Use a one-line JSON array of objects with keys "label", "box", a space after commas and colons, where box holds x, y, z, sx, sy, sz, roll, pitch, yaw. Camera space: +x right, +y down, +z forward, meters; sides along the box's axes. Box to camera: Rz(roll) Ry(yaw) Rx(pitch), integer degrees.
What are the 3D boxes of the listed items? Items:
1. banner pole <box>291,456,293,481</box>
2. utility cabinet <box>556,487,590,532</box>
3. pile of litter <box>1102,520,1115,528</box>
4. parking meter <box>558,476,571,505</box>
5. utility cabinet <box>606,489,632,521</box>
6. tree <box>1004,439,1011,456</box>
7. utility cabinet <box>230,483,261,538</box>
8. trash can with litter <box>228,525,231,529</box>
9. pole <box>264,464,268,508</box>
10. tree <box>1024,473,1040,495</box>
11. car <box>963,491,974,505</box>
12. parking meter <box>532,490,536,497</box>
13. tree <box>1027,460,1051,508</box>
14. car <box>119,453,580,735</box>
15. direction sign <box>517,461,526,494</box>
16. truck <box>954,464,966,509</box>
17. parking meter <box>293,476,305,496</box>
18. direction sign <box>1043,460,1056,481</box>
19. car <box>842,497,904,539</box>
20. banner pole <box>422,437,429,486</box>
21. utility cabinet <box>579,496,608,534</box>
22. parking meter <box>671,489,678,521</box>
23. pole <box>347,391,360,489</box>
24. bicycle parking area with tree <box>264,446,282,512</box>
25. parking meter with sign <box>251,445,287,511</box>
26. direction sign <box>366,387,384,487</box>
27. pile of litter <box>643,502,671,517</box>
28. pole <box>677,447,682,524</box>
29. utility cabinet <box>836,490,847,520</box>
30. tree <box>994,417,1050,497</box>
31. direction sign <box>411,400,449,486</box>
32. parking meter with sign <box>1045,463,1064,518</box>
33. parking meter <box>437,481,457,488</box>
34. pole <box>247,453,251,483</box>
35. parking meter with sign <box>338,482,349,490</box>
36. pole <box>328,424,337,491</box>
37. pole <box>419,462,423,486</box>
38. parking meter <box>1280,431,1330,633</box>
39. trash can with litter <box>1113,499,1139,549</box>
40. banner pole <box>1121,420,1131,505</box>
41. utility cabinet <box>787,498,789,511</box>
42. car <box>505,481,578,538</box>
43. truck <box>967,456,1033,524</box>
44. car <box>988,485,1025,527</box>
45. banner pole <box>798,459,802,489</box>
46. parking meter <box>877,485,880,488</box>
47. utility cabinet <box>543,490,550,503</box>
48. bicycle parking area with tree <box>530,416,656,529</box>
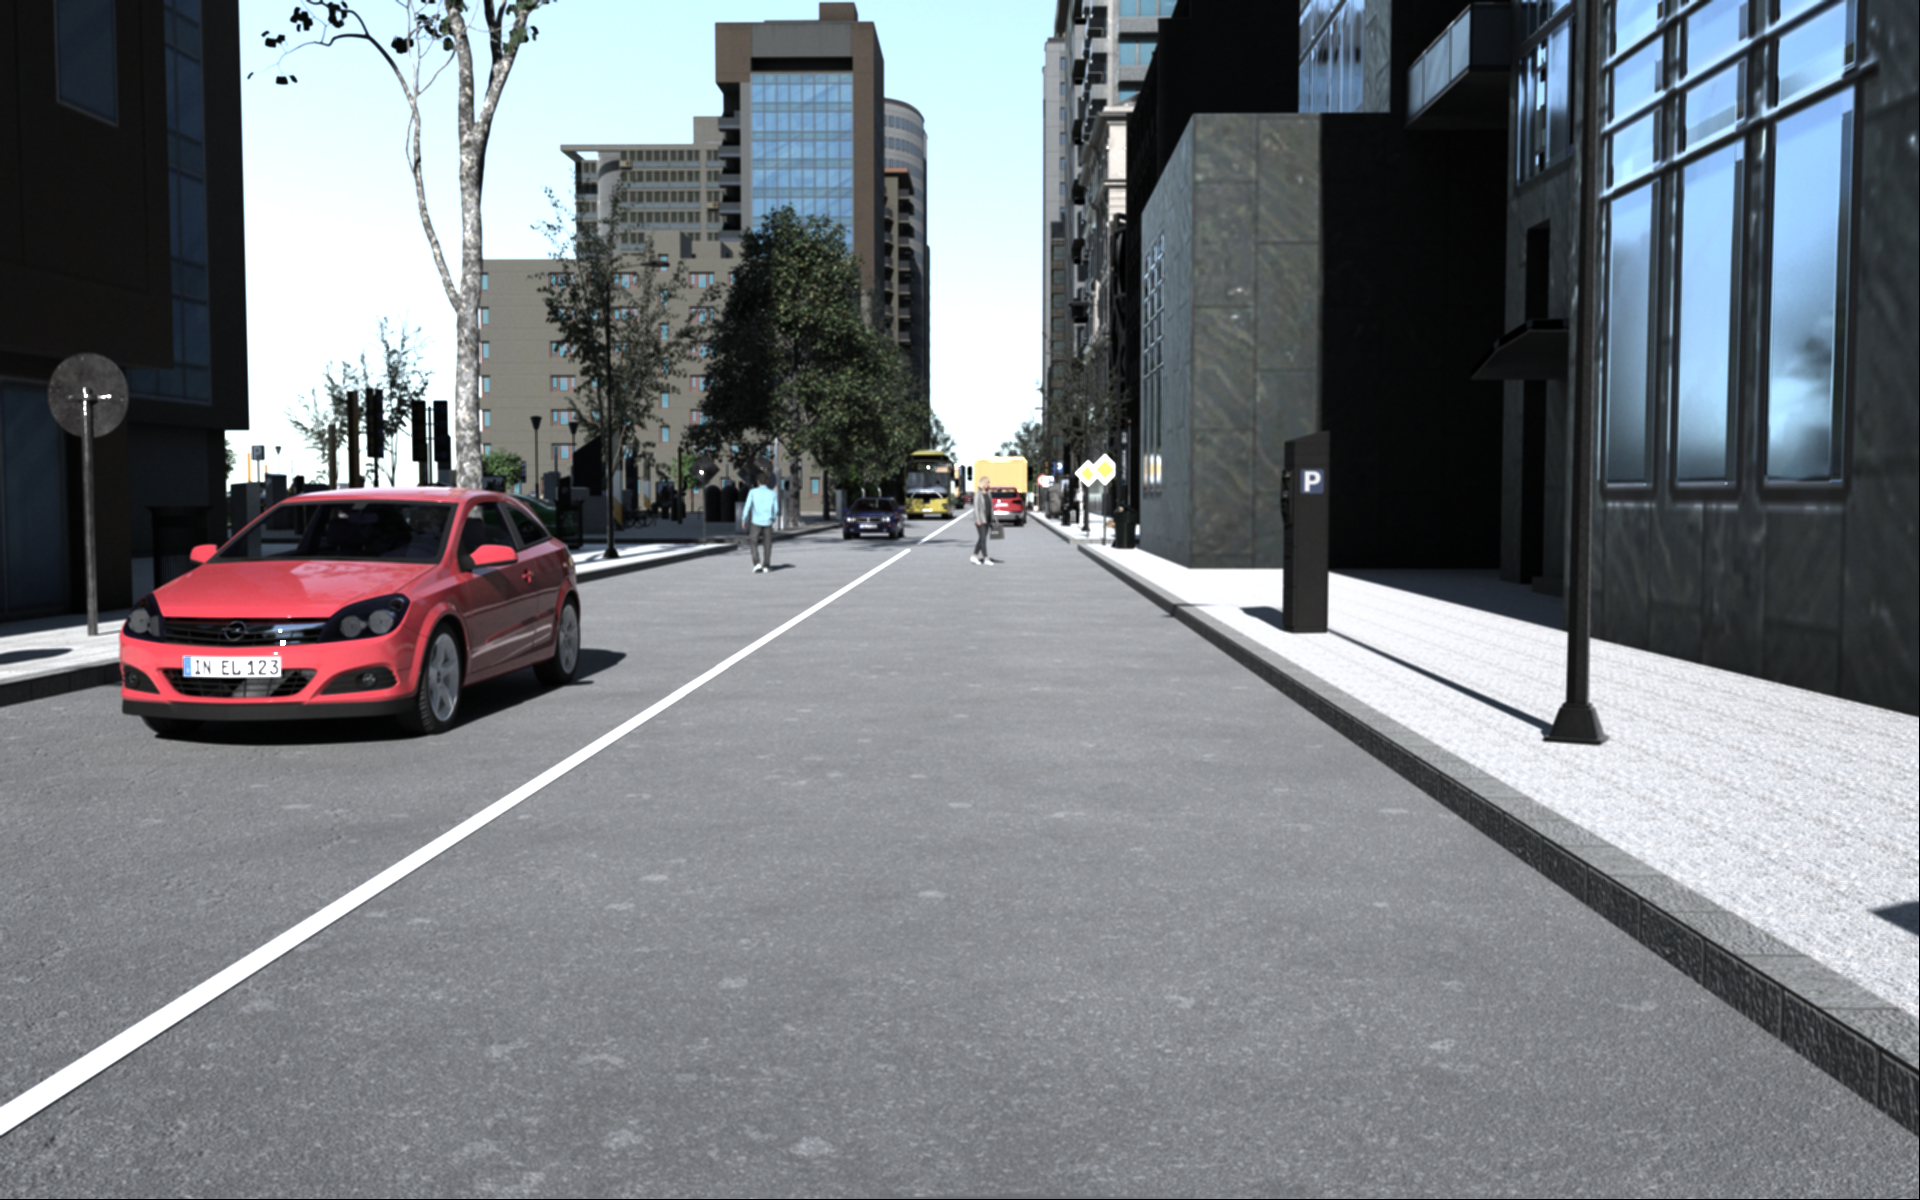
[{"label": "banner pole", "box": [-43.764, -7.557, 113.577, 0.401, 3.779, 0.863, -2, 4, -28]}, {"label": "utility cabinet", "box": [-12.831, -2.984, 57.463, 0.318, 1.500, 1.173, 3, 4, 38]}, {"label": "pile of litter", "box": [6.145, -3.247, 67.053, 1.719, 0.858, 1.176, -2, 4, -35]}, {"label": "parking meter", "box": [-12.634, -3.034, 55.311, 0.399, 1.863, 0.255, -1, 4, -17]}, {"label": "utility cabinet", "box": [-16.203, -4.506, 82.344, 1.173, 1.500, 0.318, -3, 4, -39]}, {"label": "tree", "box": [6.856, -14.276, 183.769, 4.360, 8.622, 3.978, 0, 3, 0]}, {"label": "utility cabinet", "box": [-13.977, -1.542, 33.884, 0.318, 1.500, 1.173, -1, 4, -10]}, {"label": "trash can with litter", "box": [-27.071, -3.265, 64.443, 2.233, 1.210, 1.678, 1, 4, 10]}, {"label": "pole", "box": [-47.343, -7.607, 118.214, 0.158, 3.312, 0.155, 0, 3, 0]}, {"label": "tree", "box": [6.758, -10.002, 158.135, 1.663, 3.219, 1.824, 0, 3, 0]}, {"label": "car", "box": [1.369, -13.620, 231.361, 2.281, 1.827, 5.304, 0, 4, 0]}, {"label": "parking meter", "box": [-27.883, -6.432, 113.568, 0.372, 1.533, 0.369, 0, 3, 0]}, {"label": "tree", "box": [7.019, -10.918, 162.222, 4.285, 4.588, 4.351, 0, 3, 0]}, {"label": "car", "box": [-3.902, -0.162, 11.690, 2.155, 1.783, 4.494, 0, 4, 3]}, {"label": "direction sign", "box": [-30.370, -7.807, 119.634, 0.876, 3.537, 0.379, 1, 4, 15]}, {"label": "truck", "box": [-0.973, -10.823, 165.865, 2.839, 4.237, 11.283, 0, 4, 3]}, {"label": "parking meter", "box": [-20.874, -2.998, 54.728, 0.255, 1.863, 0.399, -3, 4, -38]}, {"label": "direction sign", "box": [5.962, -7.550, 115.439, 0.876, 3.537, 0.379, -1, 4, -22]}, {"label": "car", "box": [-2.776, -2.654, 55.965, 1.945, 1.354, 3.894, 0, 4, 3]}, {"label": "banner pole", "box": [-23.052, -5.198, 75.000, 0.401, 3.779, 0.863, 1, 4, 16]}, {"label": "utility cabinet", "box": [-11.780, -2.745, 56.038, 1.020, 1.237, 0.306, -1, 4, -16]}, {"label": "parking meter", "box": [-13.674, -4.563, 83.014, 0.372, 1.533, 0.369, 0, 3, 0]}, {"label": "pole", "box": [-12.027, -2.480, 34.392, 0.158, 3.312, 0.155, 0, 3, 0]}, {"label": "bicycle parking area with tree", "box": [-41.298, -6.962, 100.825, 9.016, 4.147, 8.231, 2, 4, 31]}, {"label": "parking meter with sign", "box": [-24.607, -4.044, 62.388, 0.543, 3.016, 1.738, 2, 4, 25]}, {"label": "direction sign", "box": [-12.573, -2.770, 37.289, 0.379, 3.537, 0.876, 0, 4, 3]}, {"label": "pile of litter", "box": [-16.896, -5.038, 96.332, 1.719, 0.858, 1.176, 0, 4, -6]}, {"label": "pole", "box": [-12.049, -4.930, 74.451, 0.158, 3.312, 0.155, 0, 3, 0]}, {"label": "utility cabinet", "box": [-5.837, -4.697, 85.483, 0.318, 1.500, 1.173, -1, 4, -18]}, {"label": "tree", "box": [7.847, -16.794, 208.992, 8.767, 10.594, 7.601, 0, 4, -6]}, {"label": "direction sign", "box": [-12.796, -3.051, 41.876, 0.876, 3.537, 0.379, 0, 4, 0]}, {"label": "parking meter with sign", "box": [5.158, -6.058, 95.316, 0.543, 3.016, 1.738, 1, 4, 22]}, {"label": "parking meter", "box": [-10.094, -1.572, 34.116, 0.372, 1.533, 0.369, 0, 3, 0]}, {"label": "pole", "box": [-34.882, -5.577, 85.027, 0.158, 3.312, 0.155, 0, 3, 0]}, {"label": "parking meter with sign", "box": [-40.358, -7.168, 113.453, 1.738, 3.016, 0.543, -3, 5, -40]}, {"label": "pole", "box": [-18.315, -3.469, 50.569, 0.158, 3.312, 0.155, 0, 3, 0]}, {"label": "pole", "box": [-26.099, -5.506, 83.861, 0.158, 3.312, 0.155, 0, 3, 0]}, {"label": "parking meter", "box": [3.191, -0.631, 16.031, 0.399, 1.863, 0.255, -1, 4, -10]}, {"label": "trash can with litter", "box": [4.128, -1.792, 40.680, 1.055, 1.170, 0.624, 1, 4, 13]}, {"label": "banner pole", "box": [5.632, -4.200, 58.684, 0.401, 3.779, 0.863, -1, 4, -21]}, {"label": "utility cabinet", "box": [-9.622, -5.292, 97.689, 1.020, 1.237, 0.306, -2, 4, -27]}, {"label": "car", "box": [-12.895, -2.361, 47.391, 4.718, 1.807, 1.959, 0, 4, 1]}, {"label": "truck", "box": [2.040, -5.621, 87.834, 3.469, 3.379, 9.791, 0, 4, 1]}, {"label": "car", "box": [1.784, -4.221, 77.683, 2.281, 1.827, 5.304, 0, 4, 0]}, {"label": "banner pole", "box": [-10.028, -7.158, 107.050, 0.401, 3.779, 0.863, 2, 4, 34]}, {"label": "parking meter", "box": [-5.119, -6.189, 106.896, 0.255, 1.863, 0.399, 3, 4, 38]}, {"label": "utility cabinet", "box": [-20.090, -4.651, 84.729, 0.318, 1.500, 1.173, -2, 4, -25]}, {"label": "bicycle parking area with tree", "box": [-15.667, -4.868, 66.587, 9.016, 4.147, 8.231, 1, 4, 16]}]
